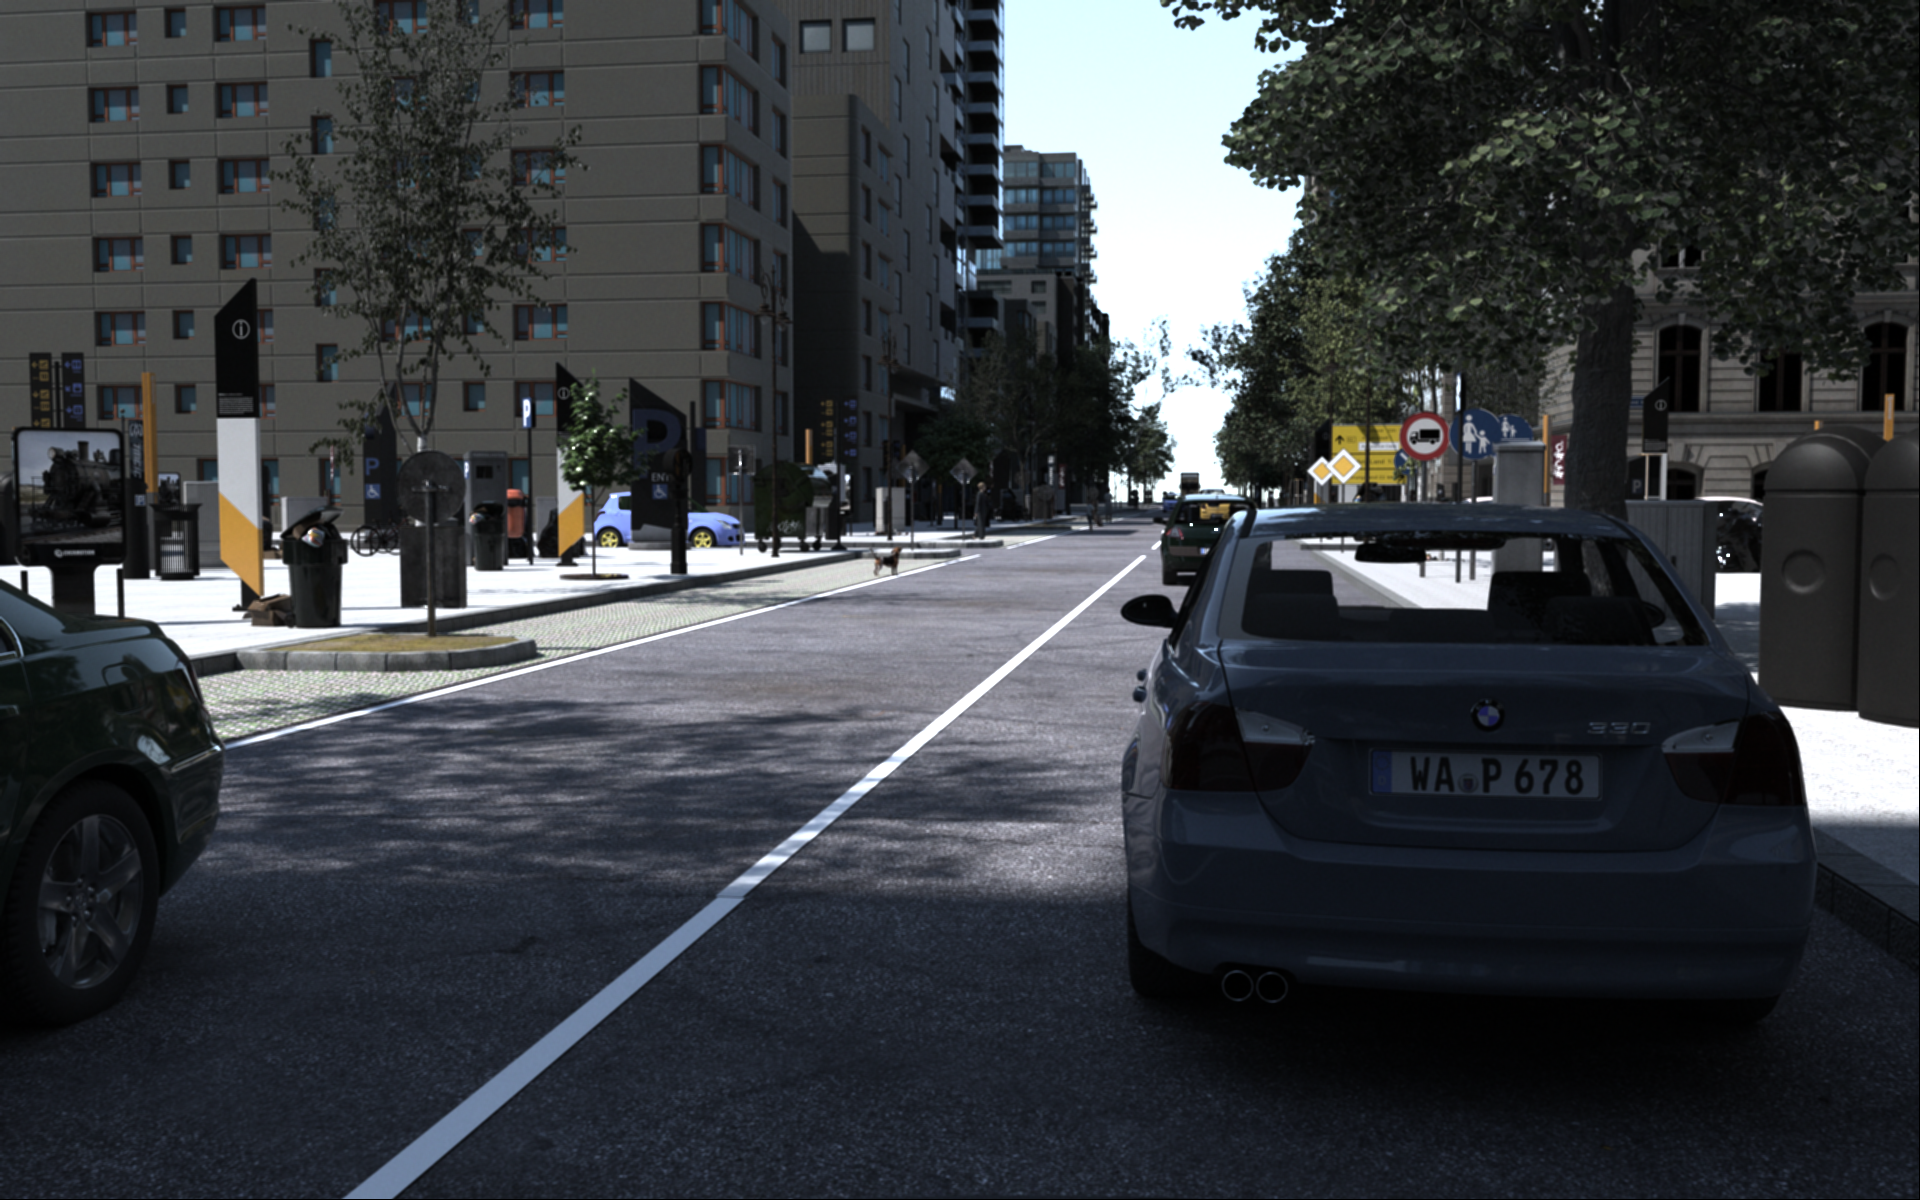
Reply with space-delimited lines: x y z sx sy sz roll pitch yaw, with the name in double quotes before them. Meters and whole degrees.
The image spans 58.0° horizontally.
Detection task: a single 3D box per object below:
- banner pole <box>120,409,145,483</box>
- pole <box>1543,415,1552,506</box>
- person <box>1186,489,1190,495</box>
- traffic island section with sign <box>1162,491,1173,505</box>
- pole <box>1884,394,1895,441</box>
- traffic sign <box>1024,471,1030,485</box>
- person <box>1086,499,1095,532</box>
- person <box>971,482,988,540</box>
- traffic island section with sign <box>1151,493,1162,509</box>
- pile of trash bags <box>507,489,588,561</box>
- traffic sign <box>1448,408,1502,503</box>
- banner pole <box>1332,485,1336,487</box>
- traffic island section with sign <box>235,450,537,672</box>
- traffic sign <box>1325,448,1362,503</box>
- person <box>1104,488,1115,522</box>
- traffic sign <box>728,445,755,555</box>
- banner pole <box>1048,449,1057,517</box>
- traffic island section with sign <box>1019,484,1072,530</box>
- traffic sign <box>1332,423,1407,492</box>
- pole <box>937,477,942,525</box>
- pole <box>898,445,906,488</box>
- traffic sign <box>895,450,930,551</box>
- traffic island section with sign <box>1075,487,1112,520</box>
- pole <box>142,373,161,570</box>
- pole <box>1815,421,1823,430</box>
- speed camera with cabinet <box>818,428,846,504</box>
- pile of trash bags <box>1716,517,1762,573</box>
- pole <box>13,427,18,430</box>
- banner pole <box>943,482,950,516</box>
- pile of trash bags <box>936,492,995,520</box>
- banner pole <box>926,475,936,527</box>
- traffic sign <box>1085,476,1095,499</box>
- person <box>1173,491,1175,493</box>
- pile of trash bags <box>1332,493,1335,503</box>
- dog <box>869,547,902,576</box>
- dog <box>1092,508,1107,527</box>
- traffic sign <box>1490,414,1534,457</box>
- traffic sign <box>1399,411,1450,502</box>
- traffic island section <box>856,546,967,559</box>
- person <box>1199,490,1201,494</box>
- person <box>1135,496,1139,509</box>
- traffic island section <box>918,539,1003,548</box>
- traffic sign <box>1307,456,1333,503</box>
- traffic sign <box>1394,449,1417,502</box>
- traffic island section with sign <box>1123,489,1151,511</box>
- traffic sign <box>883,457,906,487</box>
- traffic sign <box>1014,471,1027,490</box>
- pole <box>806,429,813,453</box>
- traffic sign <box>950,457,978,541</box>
"banner pole" -24.466 -3.742 51.193 0.401 3.779 0.863 3 5 41
"pole" 15.156 -3.115 44.767 0.158 3.312 0.155 0 3 0
"person" 14.609 -6.266 111.291 0.374 1.781 0.599 0 4 -6
"traffic island section with sign" 26.888 -13.316 226.338 1.989 1.847 2.006 1 4 8
"pole" 18.947 -2.541 35.394 0.158 3.312 0.155 0 3 0
"traffic sign" 3.594 -5.911 96.753 0.768 2.556 0.104 1 4 12
"person" 4.895 -3.167 64.963 0.352 1.250 0.332 0 4 -5
"person" 0.584 -2.566 50.878 0.534 1.772 0.576 0 4 -7
"traffic island section with sign" 18.780 -10.002 172.155 1.989 1.847 2.006 1 4 8
"pile of trash bags" -8.559 -1.519 34.590 1.912 1.369 3.447 0 4 -2
"traffic sign" 7.654 -1.571 25.791 0.768 2.556 0.104 1 4 13
"banner pole" 14.278 -4.649 66.032 0.401 3.779 0.863 -1 4 -20
"traffic island section with sign" -4.754 -0.378 14.812 1.989 1.847 2.006 1 4 8
"traffic sign" 8.357 -2.089 37.797 0.795 2.450 0.064 1 4 8
"person" 7.591 -4.819 87.853 0.480 1.755 0.524 1 4 22
"traffic sign" -4.597 -2.095 36.380 0.606 2.300 0.079 1 4 16
"banner pole" 5.162 -6.493 96.175 0.401 3.779 0.863 -3 5 -42
"traffic island section with sign" 3.468 -3.739 69.762 1.989 1.847 2.006 1 4 8
"traffic sign" 11.852 -3.439 50.098 2.265 3.308 0.079 1 4 18
"pole" -0.849 -4.725 71.091 0.158 3.312 0.155 0 3 0
"pole" -2.344 -4.745 71.419 0.158 3.312 0.155 0 3 0
"traffic sign" -1.079 -2.176 39.224 0.795 2.450 0.064 1 4 8
"traffic island section with sign" 7.453 -5.375 96.502 1.989 1.847 2.006 1 4 8
"pole" -13.630 -2.162 29.189 0.158 3.312 0.155 0 3 0
"pole" 23.870 -3.326 48.226 0.158 3.312 0.155 0 3 0
"speed camera with cabinet" -4.475 -3.534 52.117 2.038 3.252 0.660 2 4 24
"pile of trash bags" 13.844 -1.149 28.544 3.447 1.369 1.912 1 4 15
"pole" -28.684 -3.601 52.720 0.158 3.312 0.155 0 3 0
"banner pole" -1.010 -6.943 103.542 0.863 3.779 0.401 1 4 21
"pile of trash bags" 0.171 -4.753 87.466 3.447 1.369 1.912 1 4 14
"banner pole" -1.207 -4.810 68.658 0.401 3.779 0.863 -1 4 -22
"traffic sign" 9.109 -7.425 121.504 0.768 2.556 0.104 1 4 13
"person" 22.376 -10.513 181.096 1.217 1.735 0.721 0 4 -8
"pile of trash bags" 26.005 -6.387 114.171 3.447 1.369 1.912 -1 4 -12
"dog" -1.286 -0.666 30.177 0.406 0.507 0.540 1 4 21
"dog" 6.162 -3.631 76.207 0.800 0.831 0.513 0 4 4
"traffic sign" 8.727 -1.684 27.636 0.768 2.556 0.104 1 4 12
"traffic sign" 7.146 -1.625 26.681 0.768 2.556 0.104 1 4 11
"traffic island section" -1.104 -1.040 39.290 2.009 0.180 2.903 1 4 8
"person" 24.814 -10.407 178.738 1.350 1.814 0.705 -1 4 -12
"person" 15.204 -8.390 148.915 0.421 1.427 0.697 0 4 1
"traffic island section" 0.078 -1.523 47.187 2.009 0.180 2.903 1 4 8
"traffic sign" 9.539 -2.572 45.695 0.795 2.450 0.064 1 4 8
"traffic sign" 12.052 -2.843 46.591 0.768 2.556 0.104 1 4 11
"traffic island section with sign" 14.662 -8.320 144.656 1.989 1.847 2.006 1 4 8
"traffic sign" -2.250 -3.672 60.045 0.884 2.594 0.081 1 4 15
"traffic sign" 3.368 -5.890 96.408 0.768 2.556 0.104 1 4 15
"pole" -4.743 -3.712 54.533 0.158 3.312 0.155 0 3 0
"traffic sign" 0.102 -2.659 47.122 0.795 2.450 0.064 1 4 8
